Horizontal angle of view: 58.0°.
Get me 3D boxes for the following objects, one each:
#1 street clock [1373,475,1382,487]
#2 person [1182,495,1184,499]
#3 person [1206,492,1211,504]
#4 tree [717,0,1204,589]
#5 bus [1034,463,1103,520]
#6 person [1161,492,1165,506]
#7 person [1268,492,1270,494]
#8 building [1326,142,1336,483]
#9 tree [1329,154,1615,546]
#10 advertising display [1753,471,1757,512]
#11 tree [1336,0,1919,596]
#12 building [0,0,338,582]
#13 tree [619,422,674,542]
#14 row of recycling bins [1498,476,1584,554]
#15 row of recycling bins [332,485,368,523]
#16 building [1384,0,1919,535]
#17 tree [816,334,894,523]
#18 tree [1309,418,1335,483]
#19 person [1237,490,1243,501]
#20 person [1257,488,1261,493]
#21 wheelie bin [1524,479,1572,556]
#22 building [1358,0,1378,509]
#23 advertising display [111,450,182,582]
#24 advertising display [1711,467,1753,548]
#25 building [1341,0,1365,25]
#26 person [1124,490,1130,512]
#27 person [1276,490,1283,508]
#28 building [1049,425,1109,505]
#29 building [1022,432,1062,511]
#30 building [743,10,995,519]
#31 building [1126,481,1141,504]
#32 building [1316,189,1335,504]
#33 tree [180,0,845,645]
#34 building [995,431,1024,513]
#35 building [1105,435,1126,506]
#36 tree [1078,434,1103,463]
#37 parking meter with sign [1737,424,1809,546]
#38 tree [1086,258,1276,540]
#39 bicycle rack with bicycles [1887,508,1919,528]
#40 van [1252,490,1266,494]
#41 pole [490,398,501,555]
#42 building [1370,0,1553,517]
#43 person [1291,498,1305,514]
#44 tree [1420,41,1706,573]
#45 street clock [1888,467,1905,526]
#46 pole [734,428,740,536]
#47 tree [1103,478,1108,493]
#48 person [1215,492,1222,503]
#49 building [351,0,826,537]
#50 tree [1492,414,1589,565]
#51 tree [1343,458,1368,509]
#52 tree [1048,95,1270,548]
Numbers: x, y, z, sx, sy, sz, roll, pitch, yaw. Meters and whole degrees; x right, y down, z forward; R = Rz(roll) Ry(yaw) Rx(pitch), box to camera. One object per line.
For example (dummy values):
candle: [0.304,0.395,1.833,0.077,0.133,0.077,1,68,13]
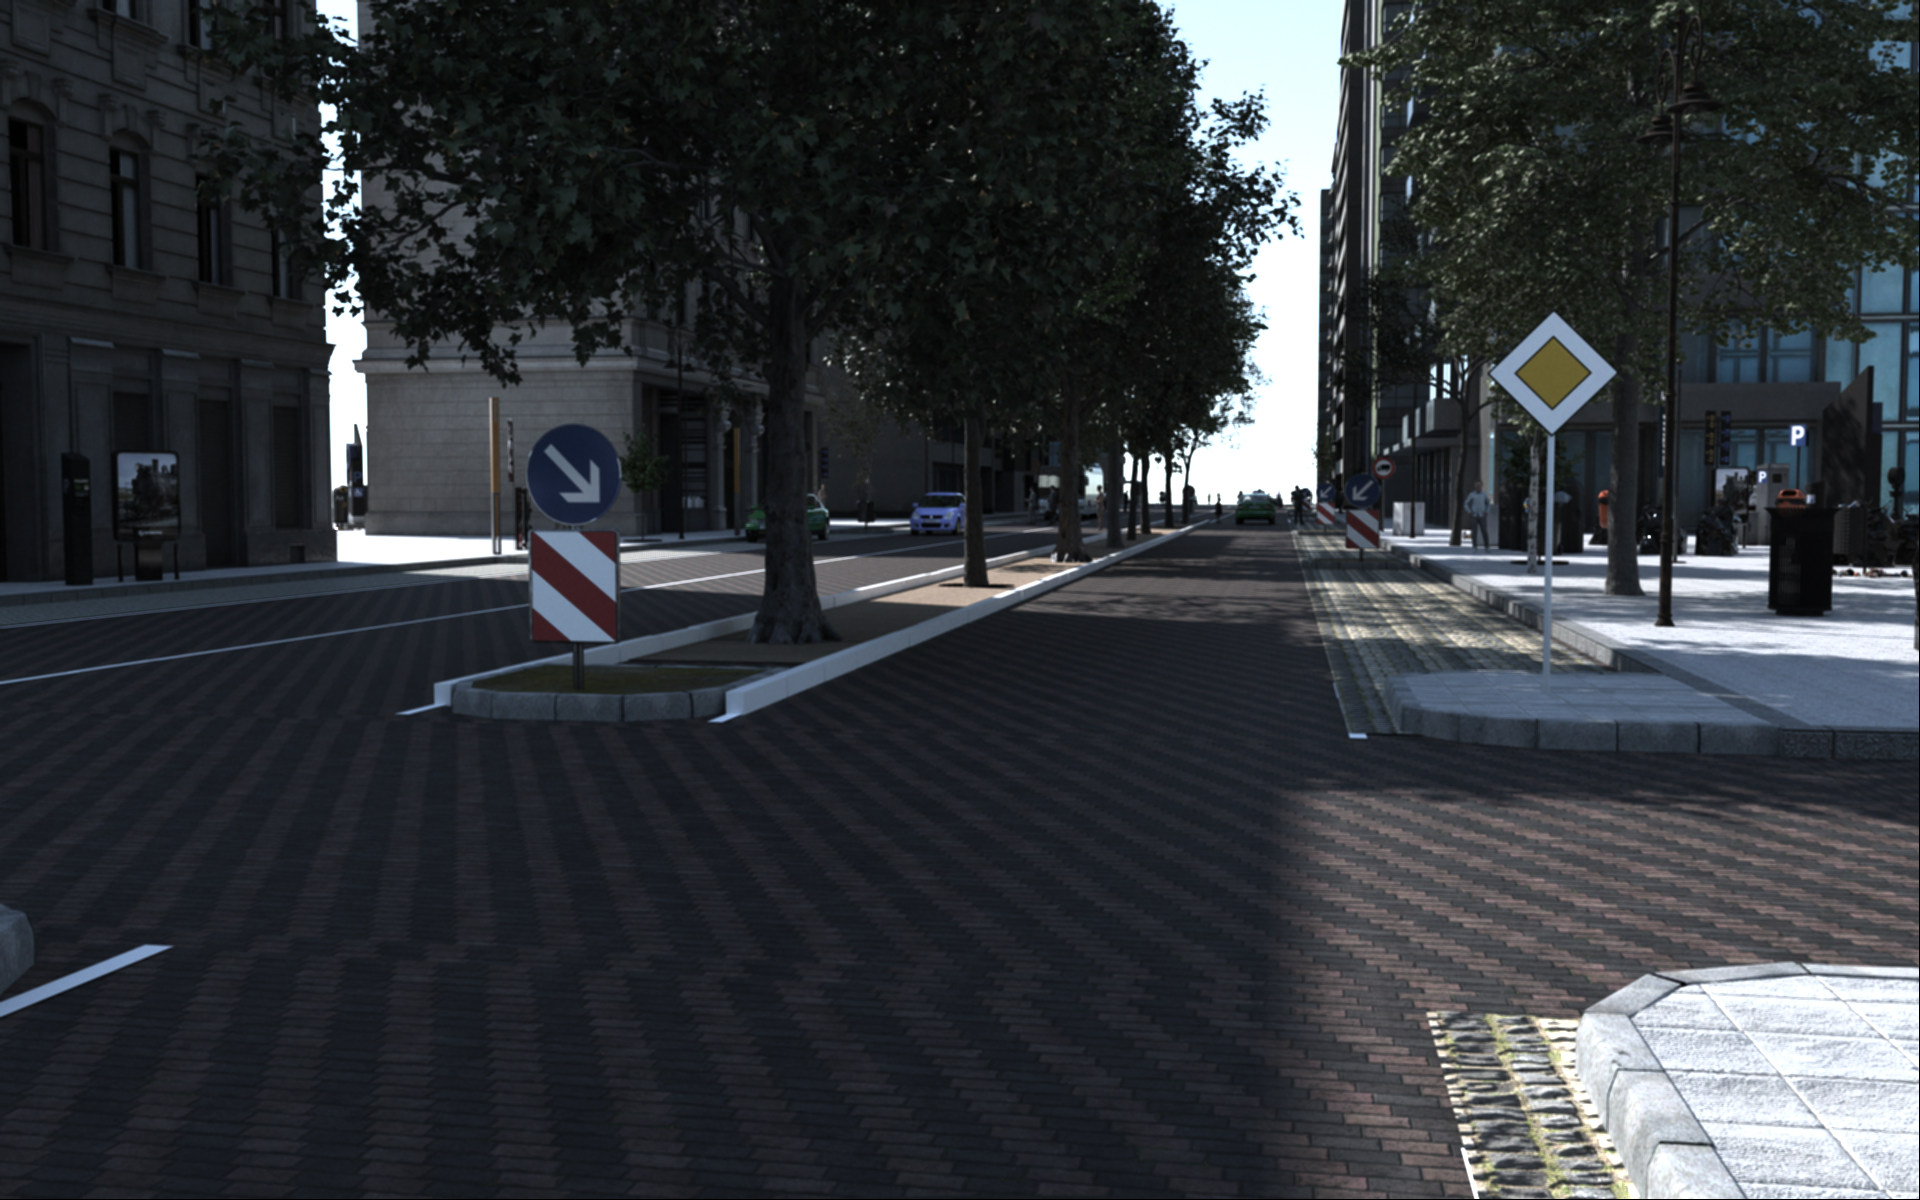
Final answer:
street clock: [15.486,-3.655,64.332,0.471,2.002,0.358,-2,4,-26]
person: [28.379,-12.936,219.870,0.599,1.838,0.709,1,4,17]
person: [34.751,-14.243,242.096,0.721,1.736,1.217,-1,4,-17]
tree: [0.156,-6.005,26.402,9.928,11.665,9.643,0,3,0]
bus: [6.383,-6.374,99.072,2.948,3.499,13.247,1,4,9]
person: [24.073,-11.927,204.447,0.756,1.711,0.436,1,4,14]
person: [37.055,-12.124,207.672,0.436,1.711,0.756,1,4,21]
building: [56.156,-34.006,210.616,22.147,44.769,28.867,1,4,10]
tree: [12.570,-6.606,42.414,7.601,10.594,8.767,1,4,23]
advertising display: [22.282,-2.639,48.354,0.974,1.923,0.123,-1,4,-15]
tree: [8.436,-6.305,21.210,7.486,12.596,7.792,0,3,0]
building: [-18.123,-10.728,24.549,9.793,20.994,18.267,1,4,10]
tree: [-8.505,-3.180,46.594,1.663,3.219,1.824,0,3,0]
row of recycling bins: [13.039,-1.953,39.040,1.069,1.692,3.534,0,4,-2]
row of recycling bins: [-25.846,-4.225,76.187,3.534,1.692,1.069,0,4,3]
building: [29.314,-27.338,66.583,23.786,49.044,30.456,1,4,10]
tree: [-4.337,-7.728,76.721,4.360,8.622,3.978,0,3,0]
tree: [35.701,-13.339,168.455,4.737,8.622,4.395,0,3,0]
person: [22.649,-7.998,139.939,0.621,1.740,0.551,3,5,44]
person: [21.920,-7.220,126.415,0.599,1.838,0.709,3,5,42]
wheelie bin: [12.269,-1.732,36.230,0.980,1.594,0.693,2,4,28]
building: [38.710,-35.341,119.832,21.231,58.520,28.212,1,4,10]
advertising display: [-11.978,-1.242,25.525,0.123,1.923,0.974,3,4,37]
advertising display: [18.247,-2.192,41.052,0.974,1.923,0.123,-1,4,-15]
building: [42.859,-31.880,144.944,21.300,48.544,21.600,1,4,10]
person: [13.330,-7.915,138.365,0.568,1.767,0.683,-2,4,-32]
person: [32.915,-10.388,178.219,0.599,1.838,0.709,-2,4,-33]
building: [7.900,-32.366,179.289,14.600,45.320,14.200,1,4,10]
building: [-3.348,-29.715,140.462,22.147,44.769,28.867,1,4,10]
building: [-10.162,-29.209,101.263,21.300,48.544,21.600,1,4,10]
building: [7.821,-32.904,229.858,32.217,40.220,23.993,1,4,10]
building: [55.223,-33.588,232.757,14.154,41.232,14.086,1,4,10]
tree: [-1.679,-5.926,16.363,9.611,12.733,9.660,0,3,0]
building: [-3.503,-21.247,119.090,14.160,30.474,14.107,1,4,10]
building: [4.393,-21.902,203.141,27.650,21.520,28.899,1,4,10]
tree: [11.829,-12.929,161.752,4.360,8.622,3.978,0,3,0]
parking meter with sign: [20.294,-2.877,43.302,1.738,3.016,0.543,-1,4,-19]
tree: [5.199,-7.087,52.735,8.767,10.594,7.601,1,4,10]
bicycle rack with bicycles: [24.447,-1.944,45.172,2.925,0.926,2.852,3,5,42]
van: [30.698,-10.445,177.784,2.013,2.044,4.112,1,4,12]
pole: [-9.844,-2.621,36.697,0.158,3.312,0.155,0,3,0]
building: [30.926,-25.422,99.245,14.154,41.232,14.086,1,4,10]
person: [23.059,-6.660,118.101,0.721,1.735,1.217,-3,5,-41]
tree: [9.512,-4.737,27.806,4.360,8.622,3.978,0,3,0]
street clock: [25.359,-2.592,46.947,0.471,2.002,0.358,-2,4,-32]
pole: [-6.867,-3.639,53.344,0.158,3.312,0.155,0,3,0]
tree: [13.786,-10.757,170.471,1.663,3.219,1.824,0,3,0]
person: [32.739,-12.838,218.924,1.217,1.766,0.721,3,5,43]
building: [-13.840,-12.396,53.582,10.553,20.767,40.483,1,4,10]
tree: [10.763,-2.271,31.740,1.663,3.219,1.824,0,3,0]
tree: [21.475,-6.020,93.022,1.663,3.219,1.824,0,3,0]
tree: [4.116,-7.617,45.116,7.486,12.596,7.792,0,3,0]
